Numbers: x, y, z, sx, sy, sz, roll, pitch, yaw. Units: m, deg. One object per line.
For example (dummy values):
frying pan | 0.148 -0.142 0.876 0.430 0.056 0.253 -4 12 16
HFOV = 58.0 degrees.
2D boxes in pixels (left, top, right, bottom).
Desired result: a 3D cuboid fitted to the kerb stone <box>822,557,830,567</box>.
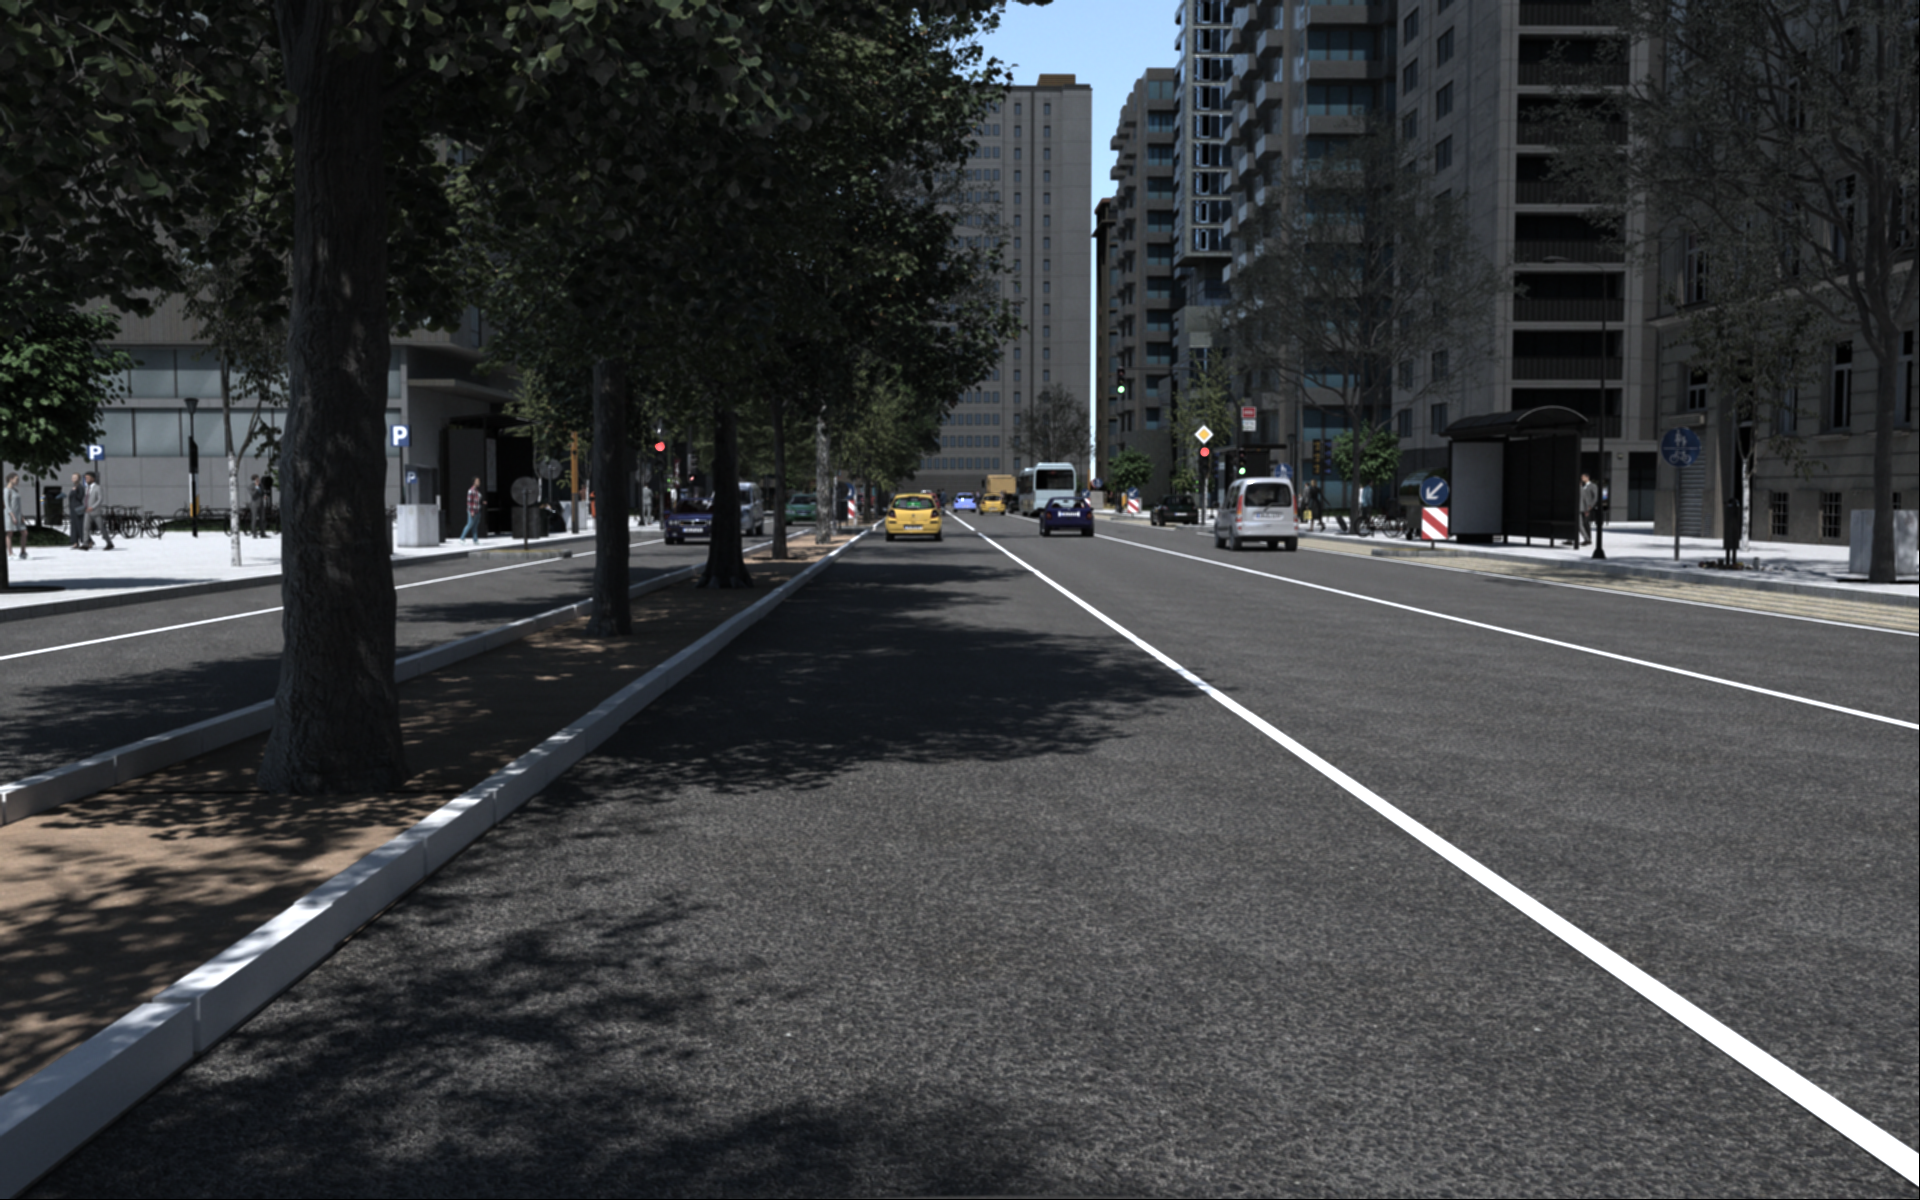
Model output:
kerb stone | -2.657 -0.696 33.593 0.120 0.150 1.000 0 4 -1

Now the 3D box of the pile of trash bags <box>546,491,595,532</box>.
pile of trash bags | -13.672 -2.998 58.763 3.447 1.369 1.912 0 4 0

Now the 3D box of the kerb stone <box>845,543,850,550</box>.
kerb stone | -2.873 -1.257 42.814 0.120 0.150 1.000 0 4 -1

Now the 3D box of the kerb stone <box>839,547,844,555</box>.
kerb stone | -2.802 -1.073 39.741 0.120 0.150 1.000 0 4 -1

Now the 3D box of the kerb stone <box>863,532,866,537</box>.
kerb stone | -3.146 -2.012 55.091 0.120 0.150 1.000 0 4 -1

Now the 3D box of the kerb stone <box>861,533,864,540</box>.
kerb stone | -3.101 -1.887 53.045 0.120 0.150 1.000 0 4 -1

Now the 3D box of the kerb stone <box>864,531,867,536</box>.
kerb stone | -3.176 -2.068 56.122 0.120 0.150 1.000 0 4 -1

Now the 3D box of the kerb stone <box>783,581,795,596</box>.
kerb stone | -2.449 -0.129 24.374 0.120 0.150 1.000 0 4 -1

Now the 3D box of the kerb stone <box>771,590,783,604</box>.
kerb stone | -2.410 0.002 22.331 0.120 0.150 1.000 0 4 -1

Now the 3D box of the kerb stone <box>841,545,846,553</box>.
kerb stone | -2.826 -1.136 40.762 0.120 0.150 1.000 0 4 -1

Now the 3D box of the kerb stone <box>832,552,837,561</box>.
kerb stone | -2.735 -0.879 36.658 0.120 0.150 1.000 0 4 -1

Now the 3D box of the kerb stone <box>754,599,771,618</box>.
kerb stone | -2.352 0.118 20.273 0.120 0.150 1.000 0 4 -1

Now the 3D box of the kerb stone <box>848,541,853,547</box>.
kerb stone | -2.921 -1.382 44.859 0.120 0.150 1.000 0 4 -1

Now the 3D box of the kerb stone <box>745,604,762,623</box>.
kerb stone | -2.337 0.185 19.252 0.120 0.150 1.000 0 4 -1

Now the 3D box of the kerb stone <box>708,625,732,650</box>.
kerb stone | -2.266 0.369 16.181 0.120 0.150 1.000 0 4 -1

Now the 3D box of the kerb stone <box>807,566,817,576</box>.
kerb stone | -2.570 -0.442 29.490 0.120 0.150 1.000 0 4 -1

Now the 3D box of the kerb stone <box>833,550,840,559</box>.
kerb stone | -2.753 -0.947 37.686 0.120 0.150 1.000 0 4 -1

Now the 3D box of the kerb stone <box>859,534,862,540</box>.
kerb stone | -3.082 -1.819 52.024 0.120 0.150 1.000 0 4 -1

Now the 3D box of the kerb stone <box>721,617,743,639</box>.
kerb stone | -2.296 0.305 17.202 0.120 0.150 1.000 0 4 -1

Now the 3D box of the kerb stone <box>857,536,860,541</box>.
kerb stone | -3.035 -1.699 49.975 0.120 0.150 1.000 0 4 -1

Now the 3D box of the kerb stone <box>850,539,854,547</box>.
kerb stone | -2.946 -1.449 45.883 0.120 0.150 1.000 0 4 -1

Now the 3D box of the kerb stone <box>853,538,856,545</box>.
kerb stone | -2.959 -1.511 46.905 0.120 0.150 1.000 0 4 -1

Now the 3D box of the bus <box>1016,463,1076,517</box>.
bus | 5.418 -7.052 110.163 2.948 3.499 13.247 0 4 -2

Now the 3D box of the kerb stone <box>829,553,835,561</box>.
kerb stone | -2.706 -0.822 35.636 0.120 0.150 1.000 0 4 -1

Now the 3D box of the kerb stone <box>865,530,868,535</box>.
kerb stone | -3.195 -2.138 57.153 0.120 0.150 1.000 0 4 -1

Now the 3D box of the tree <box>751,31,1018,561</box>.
tree | -3.875 -7.598 37.055 12.009 13.543 11.850 0 3 0

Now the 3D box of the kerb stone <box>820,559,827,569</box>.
kerb stone | -2.633 -0.631 32.562 0.120 0.150 1.000 0 4 -1

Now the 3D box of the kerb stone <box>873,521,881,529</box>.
kerb stone | -3.602 -3.240 75.163 0.120 0.150 1.000 0 4 -1

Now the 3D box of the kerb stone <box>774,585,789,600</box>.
kerb stone | -2.440 -0.070 23.352 0.120 0.150 1.000 0 4 -1

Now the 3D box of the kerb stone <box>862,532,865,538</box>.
kerb stone | -3.125 -1.949 54.067 0.120 0.150 1.000 0 4 -1

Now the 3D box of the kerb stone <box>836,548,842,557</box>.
kerb stone | -2.774 -1.008 38.711 0.120 0.150 1.000 0 4 -1

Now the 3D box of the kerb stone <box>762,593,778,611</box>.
kerb stone | -2.377 0.054 21.305 0.120 0.150 1.000 0 4 -1

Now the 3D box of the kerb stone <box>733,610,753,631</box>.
kerb stone | -2.319 0.243 18.224 0.120 0.150 1.000 0 4 -1

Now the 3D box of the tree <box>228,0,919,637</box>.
tree | -3.647 -5.931 17.561 7.486 12.596 7.792 0 3 0

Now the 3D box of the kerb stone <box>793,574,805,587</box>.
kerb stone | -2.500 -0.259 26.424 0.120 0.150 1.000 0 4 -1

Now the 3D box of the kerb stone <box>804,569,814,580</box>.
kerb stone | -2.540 -0.377 28.469 0.120 0.150 1.000 0 4 -1

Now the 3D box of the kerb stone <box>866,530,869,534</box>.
kerb stone | -3.225 -2.199 58.181 0.120 0.150 1.000 0 4 -1

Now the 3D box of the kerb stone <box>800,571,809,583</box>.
kerb stone | -2.518 -0.321 27.446 0.120 0.150 1.000 0 4 -1

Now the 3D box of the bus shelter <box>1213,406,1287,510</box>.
bus shelter | 12.539 -6.061 76.733 2.179 5.291 8.768 0 4 -1

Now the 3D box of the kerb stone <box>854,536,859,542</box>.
kerb stone | -3.013 -1.637 48.953 0.120 0.150 1.000 0 4 -1

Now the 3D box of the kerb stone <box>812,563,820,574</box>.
kerb stone | -2.593 -0.508 30.511 0.120 0.150 1.000 0 4 -1

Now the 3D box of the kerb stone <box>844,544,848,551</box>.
kerb stone | -2.849 -1.198 41.790 0.120 0.150 1.000 0 4 -1

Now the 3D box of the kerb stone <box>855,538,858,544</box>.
kerb stone | -2.985 -1.572 47.927 0.120 0.150 1.000 0 4 -1

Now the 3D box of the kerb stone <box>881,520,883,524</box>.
kerb stone | -3.674 -3.427 78.232 0.120 0.150 1.000 0 4 -1

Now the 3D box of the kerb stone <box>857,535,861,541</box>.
kerb stone | -3.060 -1.759 51.002 0.120 0.150 1.000 0 4 -1

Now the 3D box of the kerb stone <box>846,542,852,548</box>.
kerb stone | -2.889 -1.324 43.836 0.120 0.150 1.000 0 4 -1

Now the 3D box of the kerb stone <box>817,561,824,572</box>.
kerb stone | -2.613 -0.572 31.541 0.120 0.150 1.000 0 4 -1

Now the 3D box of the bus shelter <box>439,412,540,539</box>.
bus shelter | -14.203 -3.768 52.882 1.731 3.624 6.357 0 4 -1

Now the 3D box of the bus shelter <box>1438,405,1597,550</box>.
bus shelter | 13.476 -2.961 42.339 2.014 3.302 5.546 0 4 -1

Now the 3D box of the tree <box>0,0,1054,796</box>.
tree | -3.086 -6.060 8.187 9.857 13.997 8.962 0 3 0

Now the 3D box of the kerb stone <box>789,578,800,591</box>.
kerb stone | -2.477 -0.192 25.402 0.120 0.150 1.000 0 4 -1

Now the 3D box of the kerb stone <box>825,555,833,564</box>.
kerb stone | -2.683 -0.760 34.614 0.120 0.150 1.000 0 4 -1

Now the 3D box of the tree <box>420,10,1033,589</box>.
tree | -3.577 -6.528 26.193 9.611 12.733 9.660 0 3 0
